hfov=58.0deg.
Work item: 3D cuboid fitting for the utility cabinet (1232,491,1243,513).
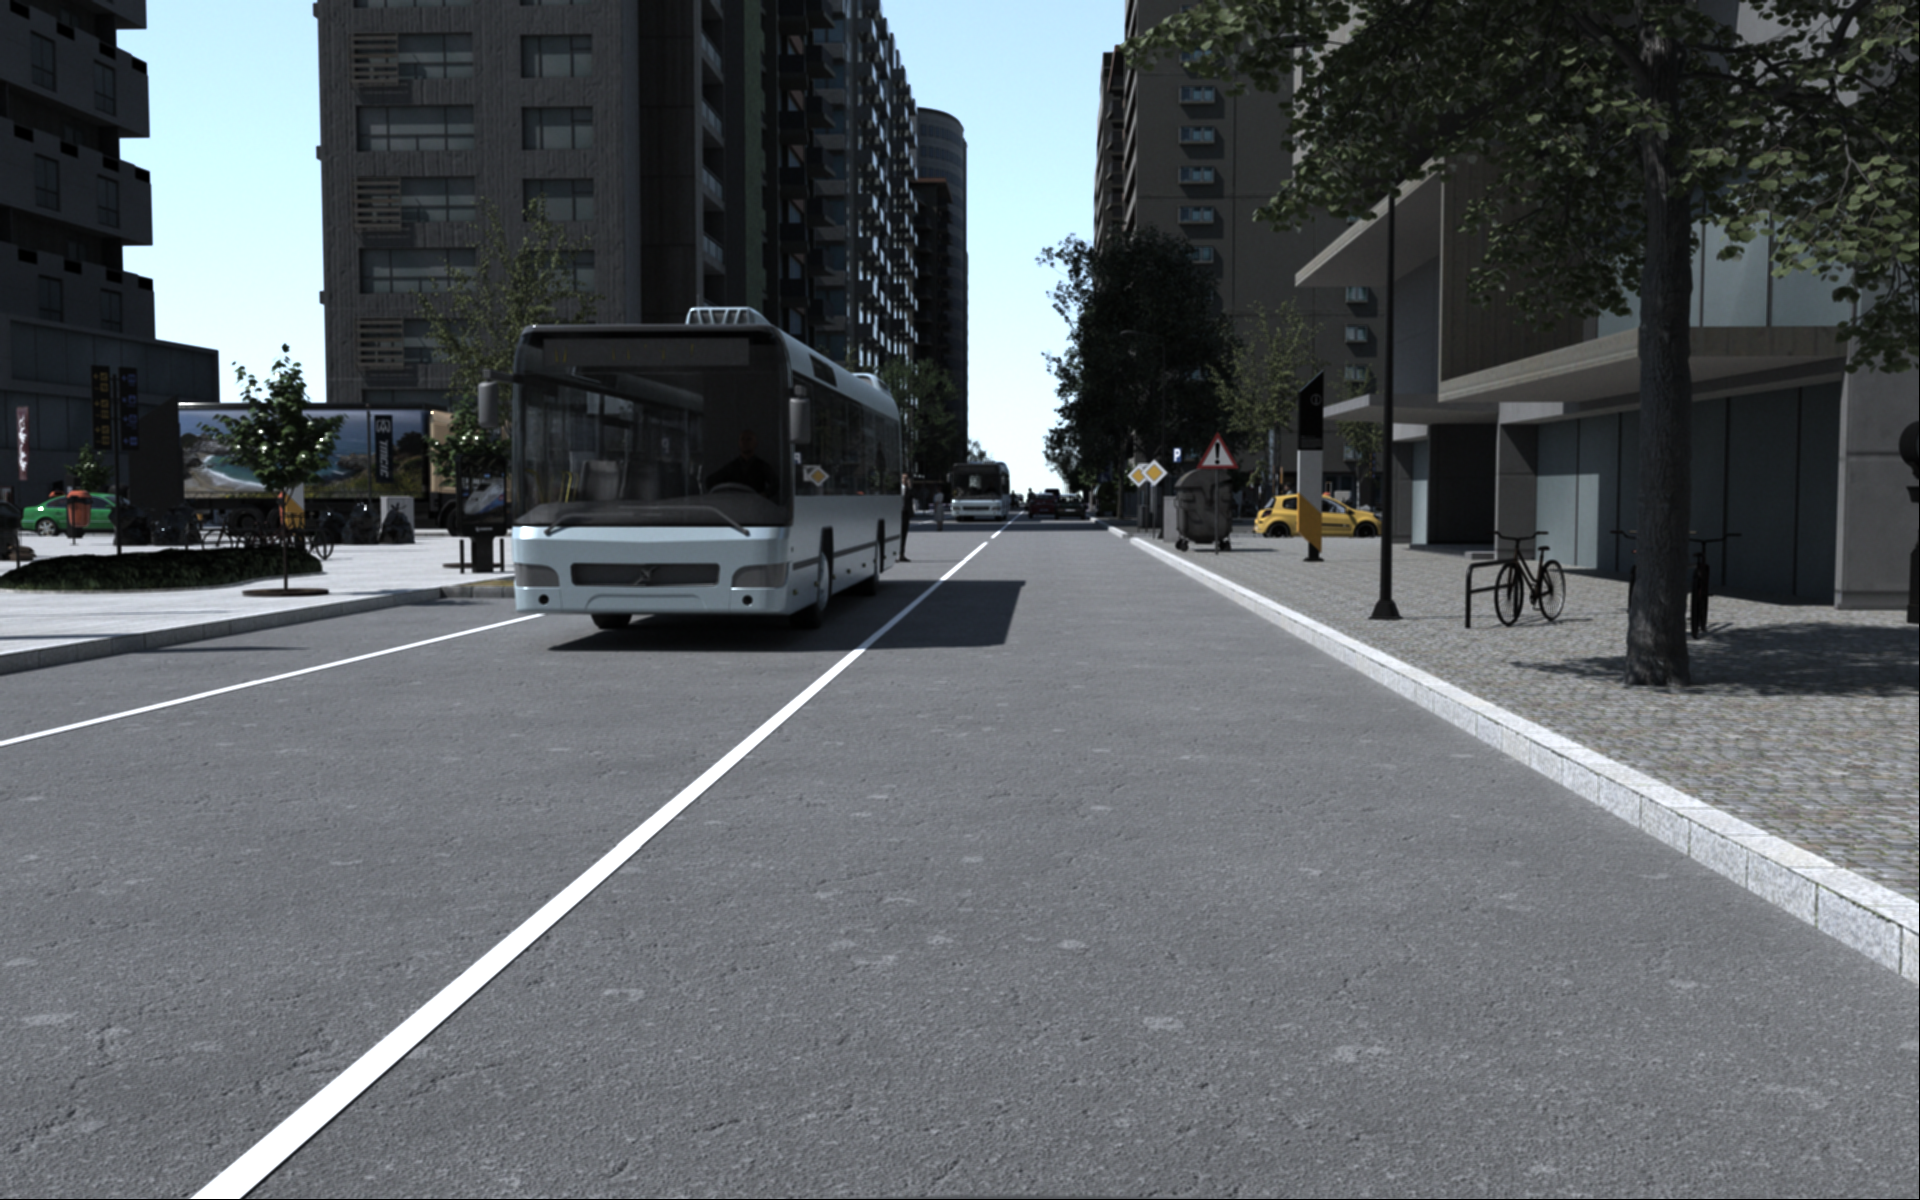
[{"bbox_3d":[18.295,-6.525,115.355,1.173,1.500,0.318,-2,4,-35],"label":"utility cabinet"}]

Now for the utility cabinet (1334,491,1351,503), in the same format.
[{"bbox_3d":[27.430,-7.066,124.208,1.173,1.500,0.318,3,4,39],"label":"utility cabinet"}]

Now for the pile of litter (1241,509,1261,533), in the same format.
[{"bbox_3d":[10.151,-2.638,57.100,1.719,0.858,1.176,3,5,39],"label":"pile of litter"}]

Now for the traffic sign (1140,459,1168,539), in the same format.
[{"bbox_3d":[5.534,-2.800,49.418,0.795,2.450,0.064,0,4,3],"label":"traffic sign"}]

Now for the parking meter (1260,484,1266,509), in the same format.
[{"bbox_3d":[17.988,-5.925,102.587,0.255,1.863,0.399,-1,4,-22],"label":"parking meter"}]

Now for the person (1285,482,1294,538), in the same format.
[{"bbox_3d":[10.306,-2.809,54.602,0.466,1.800,0.511,1,4,11],"label":"person"}]

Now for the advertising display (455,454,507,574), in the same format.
[{"bbox_3d":[-7.810,-1.411,28.288,0.123,1.923,0.974,2,4,33],"label":"advertising display"}]

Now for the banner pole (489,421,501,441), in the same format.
[{"bbox_3d":[-13.324,-3.619,49.185,0.401,3.779,0.863,3,4,36],"label":"banner pole"}]

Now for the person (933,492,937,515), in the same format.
[{"bbox_3d":[-1.712,-6.715,120.102,0.330,1.601,0.589,2,4,25],"label":"person"}]

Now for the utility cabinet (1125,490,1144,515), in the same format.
[{"bbox_3d":[10.778,-6.016,107.037,1.173,1.500,0.318,2,4,32],"label":"utility cabinet"}]

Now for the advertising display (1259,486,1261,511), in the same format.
[{"bbox_3d":[22.663,-7.585,129.230,0.123,1.923,0.974,-2,4,-33],"label":"advertising display"}]

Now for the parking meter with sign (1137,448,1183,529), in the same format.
[{"bbox_3d":[7.475,-4.196,64.861,1.738,3.016,0.543,-2,4,-27],"label":"parking meter with sign"}]

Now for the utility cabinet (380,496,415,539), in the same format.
[{"bbox_3d":[-16.062,-2.344,49.486,0.306,1.237,1.020,2,4,28],"label":"utility cabinet"}]

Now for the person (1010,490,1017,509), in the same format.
[{"bbox_3d":[5.167,-9.850,169.556,1.348,1.824,0.705,-3,5,-43],"label":"person"}]

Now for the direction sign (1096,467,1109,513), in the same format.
[{"bbox_3d":[8.956,-7.140,108.741,0.876,3.537,0.379,-2,4,-25],"label":"direction sign"}]

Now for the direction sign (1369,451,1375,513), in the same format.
[{"bbox_3d":[21.759,-6.085,91.487,0.379,3.537,0.876,0,4,-6],"label":"direction sign"}]

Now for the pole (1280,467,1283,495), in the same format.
[{"bbox_3d":[24.292,-8.374,130.764,0.158,3.312,0.155,0,3,0],"label":"pole"}]

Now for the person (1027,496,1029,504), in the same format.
[{"bbox_3d":[9.656,-14.343,244.473,0.415,1.643,0.593,0,4,4],"label":"person"}]

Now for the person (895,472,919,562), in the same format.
[{"bbox_3d":[-1.191,-1.758,36.608,0.648,1.900,0.474,-2,4,-32],"label":"person"}]

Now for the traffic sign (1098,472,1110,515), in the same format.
[{"bbox_3d":[8.334,-6.120,100.164,0.768,2.556,0.104,0,4,8],"label":"traffic sign"}]

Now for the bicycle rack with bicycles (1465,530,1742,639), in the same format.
[{"bbox_3d":[6.269,-0.214,16.879,2.852,0.926,2.925,2,4,33],"label":"bicycle rack with bicycles"}]

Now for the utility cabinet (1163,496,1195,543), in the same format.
[{"bbox_3d":[5.891,-2.111,45.672,1.020,1.237,0.306,1,4,14],"label":"utility cabinet"}]

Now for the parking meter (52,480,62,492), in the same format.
[{"bbox_3d":[-38.373,-4.159,73.703,0.399,1.863,0.255,0,4,-6],"label":"parking meter"}]

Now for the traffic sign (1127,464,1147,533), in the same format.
[{"bbox_3d":[5.918,-3.288,57.394,0.795,2.450,0.064,0,4,3],"label":"traffic sign"}]

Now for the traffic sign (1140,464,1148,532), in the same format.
[{"bbox_3d":[6.260,-3.423,58.089,0.606,2.300,0.079,1,4,9],"label":"traffic sign"}]

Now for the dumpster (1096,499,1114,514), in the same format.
[{"bbox_3d":[8.738,-5.988,103.661,1.264,1.857,1.865,0,4,3],"label":"dumpster"}]

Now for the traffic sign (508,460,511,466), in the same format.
[{"bbox_3d":[-8.082,-1.982,32.407,0.884,2.594,0.081,1,4,9],"label":"traffic sign"}]

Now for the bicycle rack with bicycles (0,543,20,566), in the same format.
[{"bbox_3d":[-17.407,-0.958,29.039,2.852,0.926,2.925,2,4,31],"label":"bicycle rack with bicycles"}]

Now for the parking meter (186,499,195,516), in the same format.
[{"bbox_3d":[-35.864,-4.424,80.737,0.372,1.533,0.369,0,3,0],"label":"parking meter"}]

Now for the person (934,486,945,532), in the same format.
[{"bbox_3d":[-0.856,-3.505,66.380,0.524,1.755,0.480,2,4,35],"label":"person"}]

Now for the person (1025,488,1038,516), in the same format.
[{"bbox_3d":[4.680,-6.418,113.399,0.822,1.834,0.622,3,4,38],"label":"person"}]

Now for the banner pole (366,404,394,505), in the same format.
[{"bbox_3d":[-16.196,-3.560,48.227,0.863,3.779,0.401,-1,4,-16],"label":"banner pole"}]

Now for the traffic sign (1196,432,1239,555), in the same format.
[{"bbox_3d":[5.420,-2.232,36.491,0.884,2.594,0.081,1,4,11],"label":"traffic sign"}]

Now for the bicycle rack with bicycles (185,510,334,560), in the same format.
[{"bbox_3d":[-13.323,-1.220,33.334,2.852,0.926,2.925,2,4,32],"label":"bicycle rack with bicycles"}]

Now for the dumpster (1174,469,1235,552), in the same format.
[{"bbox_3d":[5.530,-2.042,39.148,1.264,1.857,1.865,0,4,3],"label":"dumpster"}]

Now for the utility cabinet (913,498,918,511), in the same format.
[{"bbox_3d":[-3.510,-7.241,129.546,0.306,1.237,1.020,-2,4,-33],"label":"utility cabinet"}]

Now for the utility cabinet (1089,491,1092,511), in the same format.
[{"bbox_3d":[9.929,-7.460,130.655,0.318,1.500,1.173,0,4,-1],"label":"utility cabinet"}]

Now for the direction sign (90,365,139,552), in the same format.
[{"bbox_3d":[-15.012,-2.375,30.832,0.379,3.537,0.876,2,4,30],"label":"direction sign"}]

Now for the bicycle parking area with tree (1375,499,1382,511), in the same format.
[{"bbox_3d":[33.506,-8.522,126.328,9.016,4.147,8.231,3,5,40],"label":"bicycle parking area with tree"}]

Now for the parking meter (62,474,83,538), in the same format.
[{"bbox_3d":[-25.767,-2.732,50.381,0.399,1.863,0.255,1,4,20],"label":"parking meter"}]

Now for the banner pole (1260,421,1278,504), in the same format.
[{"bbox_3d":[10.634,-4.212,58.888,0.401,3.779,0.863,2,4,31],"label":"banner pole"}]

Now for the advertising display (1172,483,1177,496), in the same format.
[{"bbox_3d":[13.417,-6.138,105.575,0.974,1.923,0.123,-1,4,-17],"label":"advertising display"}]

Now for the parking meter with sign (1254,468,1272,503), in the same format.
[{"bbox_3d":[20.148,-7.176,113.582,1.738,3.016,0.543,1,4,14],"label":"parking meter with sign"}]
